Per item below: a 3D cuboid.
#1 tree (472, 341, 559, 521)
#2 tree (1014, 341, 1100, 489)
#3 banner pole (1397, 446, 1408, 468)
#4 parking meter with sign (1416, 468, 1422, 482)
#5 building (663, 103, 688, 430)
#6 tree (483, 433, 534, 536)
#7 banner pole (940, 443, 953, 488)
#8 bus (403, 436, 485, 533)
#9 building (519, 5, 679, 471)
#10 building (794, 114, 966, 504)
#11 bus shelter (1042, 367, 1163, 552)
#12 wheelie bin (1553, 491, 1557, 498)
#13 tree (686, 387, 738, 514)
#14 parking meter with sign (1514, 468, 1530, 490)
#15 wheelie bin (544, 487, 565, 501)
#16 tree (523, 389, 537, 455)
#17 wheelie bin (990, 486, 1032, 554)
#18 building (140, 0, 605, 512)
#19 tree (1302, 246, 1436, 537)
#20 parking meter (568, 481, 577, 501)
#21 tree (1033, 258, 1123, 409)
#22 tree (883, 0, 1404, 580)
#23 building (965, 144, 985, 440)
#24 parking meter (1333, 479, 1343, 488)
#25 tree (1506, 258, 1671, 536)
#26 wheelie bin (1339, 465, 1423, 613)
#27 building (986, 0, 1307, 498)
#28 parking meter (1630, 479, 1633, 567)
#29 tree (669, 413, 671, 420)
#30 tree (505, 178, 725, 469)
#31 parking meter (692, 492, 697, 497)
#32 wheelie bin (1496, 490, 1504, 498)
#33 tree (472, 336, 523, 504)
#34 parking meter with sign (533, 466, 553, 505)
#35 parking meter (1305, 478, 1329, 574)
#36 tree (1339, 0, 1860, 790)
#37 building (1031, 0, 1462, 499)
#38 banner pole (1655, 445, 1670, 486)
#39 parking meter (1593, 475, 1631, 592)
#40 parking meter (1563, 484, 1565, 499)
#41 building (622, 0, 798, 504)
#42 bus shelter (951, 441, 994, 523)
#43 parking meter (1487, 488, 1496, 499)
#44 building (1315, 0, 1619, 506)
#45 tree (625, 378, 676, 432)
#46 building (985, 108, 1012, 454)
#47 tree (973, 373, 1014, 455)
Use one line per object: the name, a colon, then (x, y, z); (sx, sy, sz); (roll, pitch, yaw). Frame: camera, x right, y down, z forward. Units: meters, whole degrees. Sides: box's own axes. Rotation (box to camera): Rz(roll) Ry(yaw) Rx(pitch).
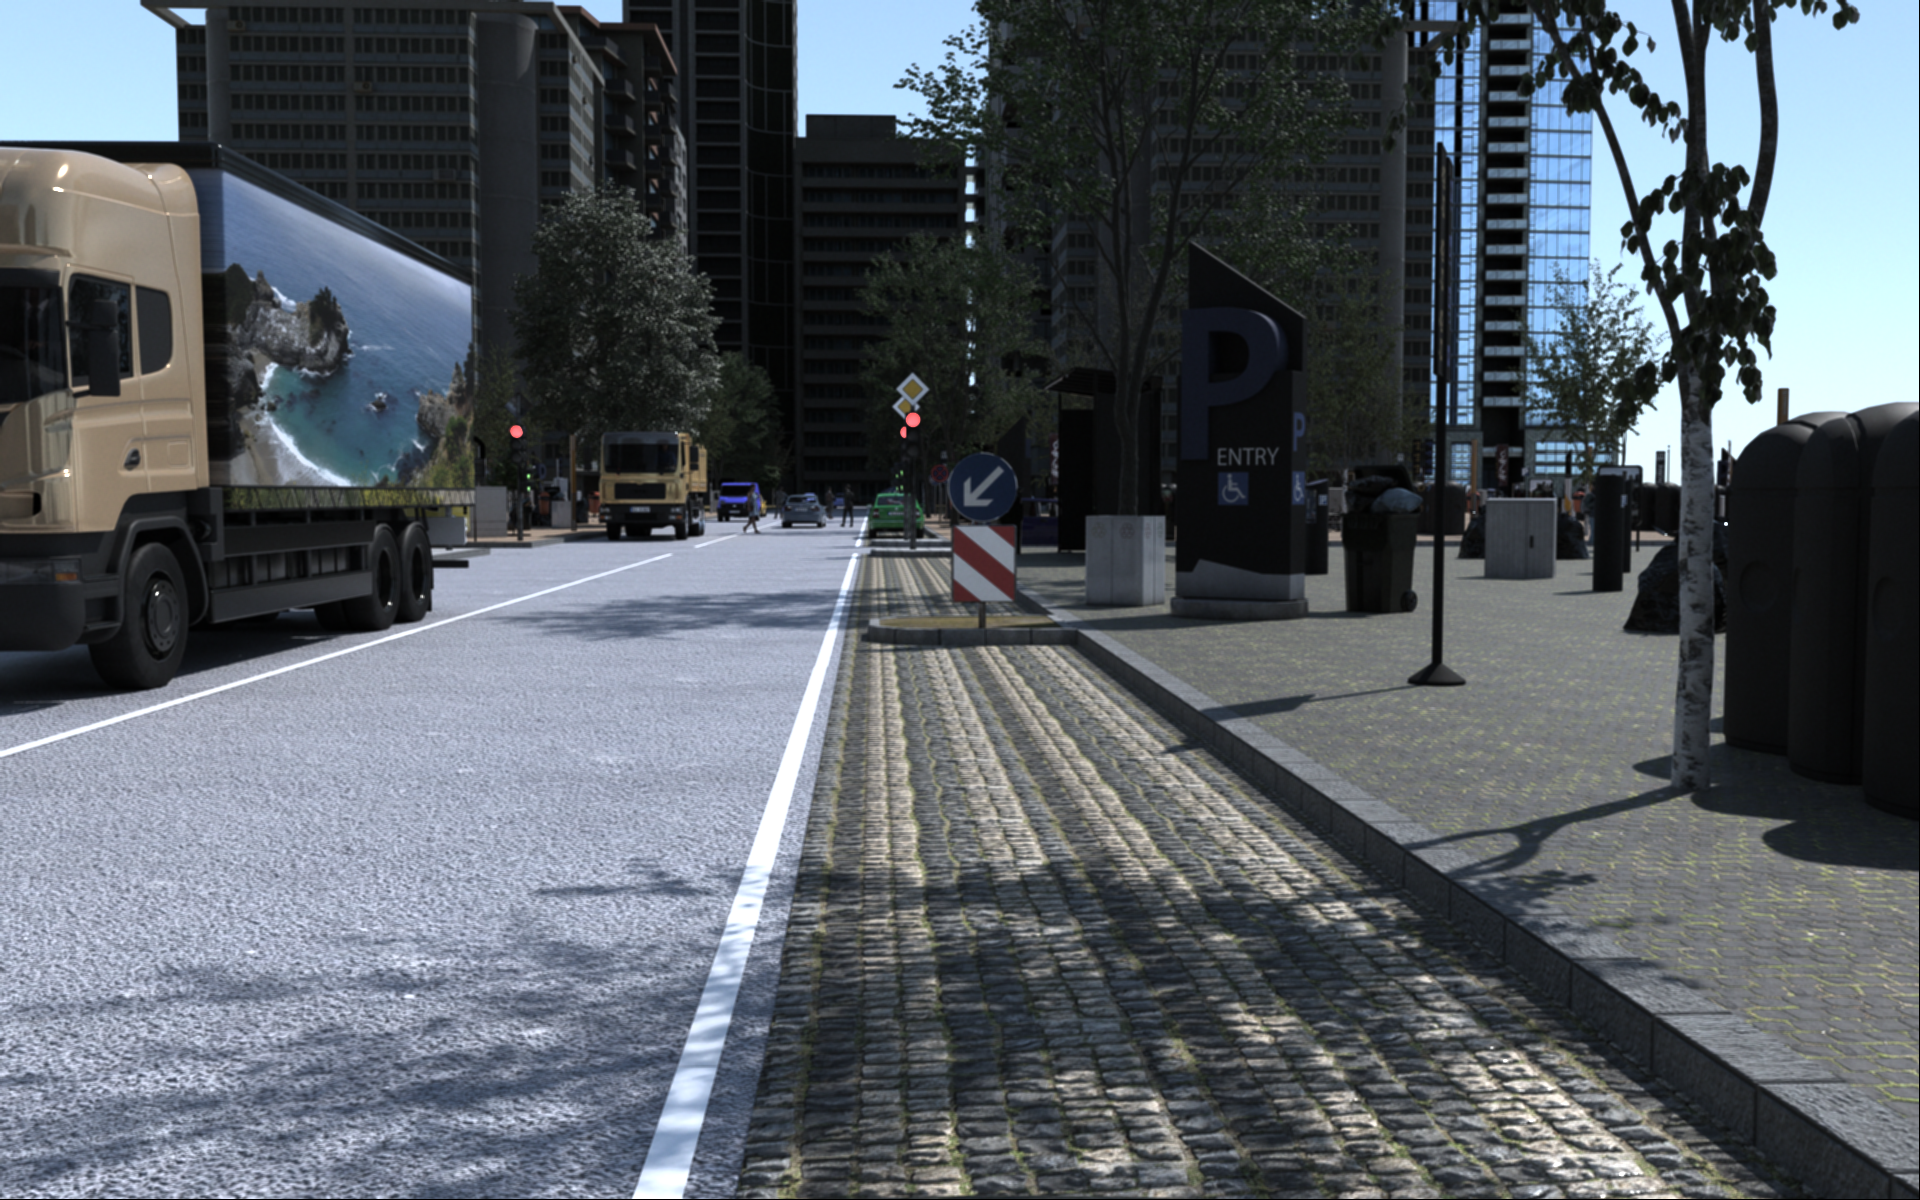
tree: (-21.491, -8.101, 82.821); (4.737, 8.622, 4.395); (0, 3, 0)
tree: (5.022, -8.156, 83.705); (4.737, 8.622, 4.395); (0, 3, 0)
banner pole: (23.074, -6.132, 90.268); (0.863, 3.779, 0.401); (-2, 4, -24)
parking meter with sign: (29.776, -7.229, 114.463); (0.543, 3.016, 1.738); (-2, 4, -26)
building: (-36.078, -30.523, 182.637); (14.086, 41.232, 14.154); (0, 4, -3)
tree: (-13.665, -3.574, 53.033); (1.663, 3.219, 1.824); (0, 3, 0)
banner pole: (-0.590, -5.799, 84.833); (0.863, 3.779, 0.401); (1, 4, 20)
bus: (-18.423, -3.178, 43.513); (12.252, 3.916, 2.896); (0, 4, -4)
building: (-37.795, -30.865, 159.265); (22.147, 44.769, 28.867); (0, 4, -3)
building: (-10.345, -36.765, 224.808); (21.600, 48.544, 21.300); (0, 4, -3)
bus shelter: (2.815, -2.679, 35.093); (1.731, 3.624, 6.357); (0, 4, -3)
wheelie bin: (38.998, -6.512, 114.386); (0.693, 1.594, 0.980); (3, 4, 37)
tree: (-16.656, -10.009, 114.002); (4.737, 8.622, 4.395); (0, 3, 0)
parking meter with sign: (36.919, -7.223, 114.355); (0.543, 3.016, 1.738); (3, 5, 45)
wheelie bin: (-17.020, -3.946, 72.419); (0.980, 1.594, 0.693); (0, 4, -7)
tree: (-29.850, -10.064, 114.914); (4.360, 8.622, 3.978); (0, 3, 0)
wheelie bin: (0.997, -1.795, 37.251); (0.693, 1.594, 0.980); (-1, 4, -18)
building: (-41.294, -26.969, 132.816); (32.217, 40.220, 23.993); (0, 4, -3)
tree: (11.280, -6.187, 51.519); (4.737, 8.622, 4.395); (0, 3, 0)
parking meter: (-17.385, -4.402, 77.687); (0.399, 1.863, 0.255); (0, 4, -7)
tree: (4.649, -6.225, 52.149); (4.360, 8.622, 3.978); (0, 3, 0)
tree: (2.546, -6.104, 25.554); (9.928, 11.665, 9.643); (0, 3, 0)
building: (15.627, -37.156, 227.104); (30.456, 49.044, 23.786); (0, 4, -3)
parking meter: (15.126, -3.891, 69.328); (0.255, 1.863, 0.399); (-2, 4, -34)
tree: (19.131, -6.297, 53.318); (4.737, 8.622, 4.395); (0, 3, 0)
wheelie bin: (4.582, -0.670, 18.855); (0.693, 1.594, 0.980); (-3, 5, -44)
building: (16.910, -35.084, 162.866); (28.713, 52.752, 27.495); (0, 4, -3)
parking meter: (10.798, -1.220, 28.363); (0.372, 1.533, 0.369); (0, 3, 0)
tree: (-17.191, -12.062, 122.971); (9.928, 11.665, 9.643); (0, 3, 0)
tree: (-13.752, -10.004, 70.226); (9.857, 13.997, 8.962); (0, 3, 0)
parking meter: (-16.275, -5.970, 106.025); (0.372, 1.533, 0.369); (0, 3, 0)
wheelie bin: (37.326, -6.867, 120.178); (0.693, 1.594, 0.980); (3, 5, 40)
tree: (-22.511, -7.765, 77.317); (4.360, 8.622, 3.978); (0, 3, 0)
parking meter with sign: (-25.342, -6.731, 106.311); (1.738, 3.016, 0.543); (0, 4, 2)
parking meter: (5.717, -1.183, 27.758); (0.372, 1.533, 0.369); (0, 3, 0)
tree: (2.960, -3.483, 7.317); (4.360, 8.622, 3.978); (0, 3, 0)
building: (20.126, -27.258, 137.557); (32.217, 40.220, 23.993); (0, 4, -3)
banner pole: (35.959, -6.026, 88.544); (0.863, 3.779, 0.401); (0, 4, 8)
parking meter: (8.590, -0.888, 22.931); (0.372, 1.533, 0.369); (0, 3, 0)
parking meter: (42.204, -7.022, 120.527); (0.255, 1.863, 0.399); (3, 4, 36)
building: (-31.346, -47.906, 221.519); (20.611, 71.187, 20.563); (0, 4, -3)
bus shelter: (0.577, -5.389, 79.385); (1.731, 3.624, 6.357); (0, 4, -3)
parking meter: (23.888, -4.248, 77.862); (0.372, 1.533, 0.369); (0, 3, 0)
building: (51.785, -53.136, 181.443); (31.000, 86.520, 22.319); (0, 4, -3)
tree: (-19.541, -9.616, 107.590); (4.360, 8.622, 3.978); (0, 3, 0)
building: (9.551, -30.583, 183.628); (14.154, 41.232, 14.086); (0, 4, -3)
tree: (2.573, -9.271, 101.943); (4.737, 8.622, 4.395); (0, 3, 0)
